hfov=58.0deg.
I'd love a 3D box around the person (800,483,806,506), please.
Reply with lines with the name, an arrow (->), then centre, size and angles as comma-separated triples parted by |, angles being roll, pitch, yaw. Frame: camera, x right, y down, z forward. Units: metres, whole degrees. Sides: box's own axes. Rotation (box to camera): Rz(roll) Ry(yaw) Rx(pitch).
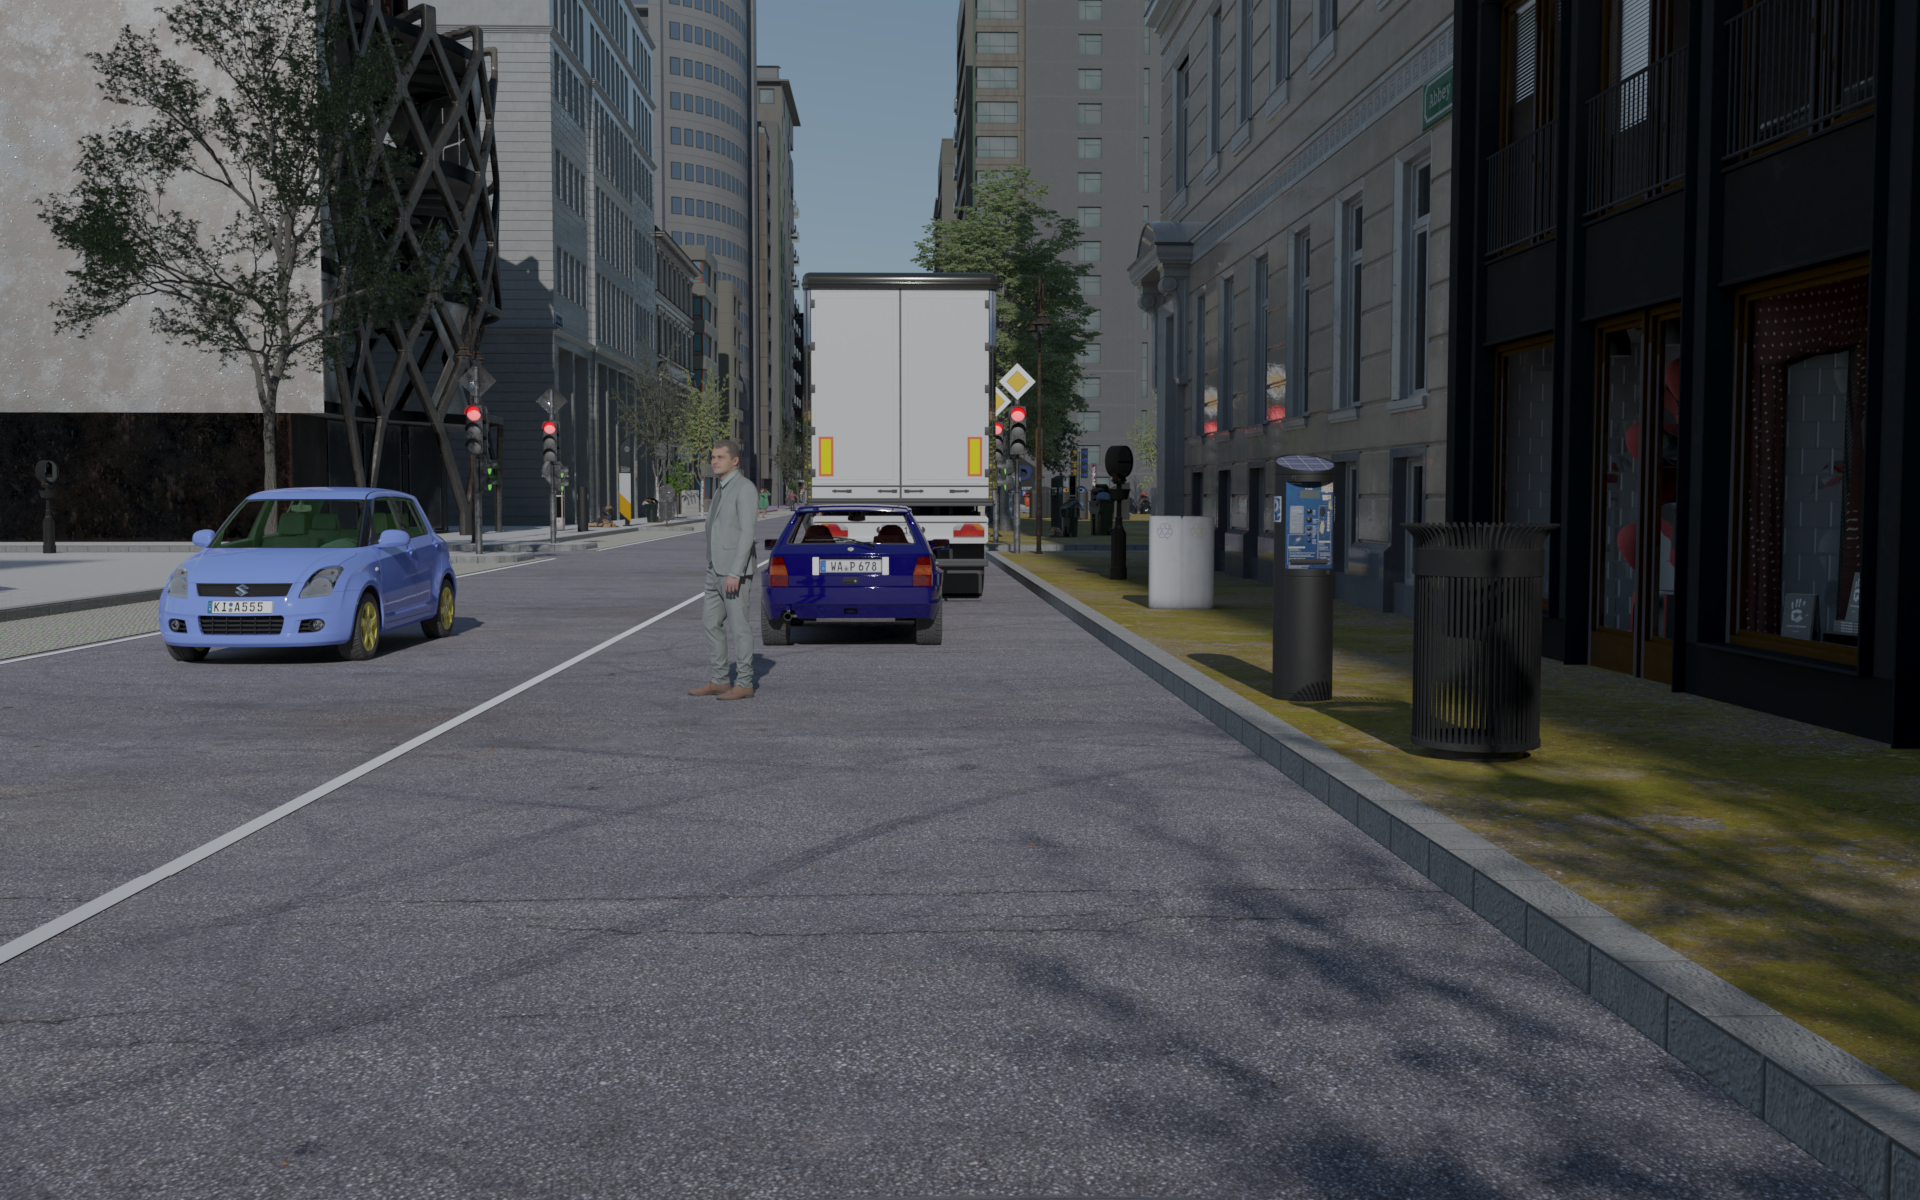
person -> -4.717, -2.732, 53.349 | 0.473, 1.802, 0.592 | 0, 4, -1

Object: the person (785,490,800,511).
person -> -13.763, -8.138, 142.281 | 1.217, 1.743, 0.721 | 0, 4, -4

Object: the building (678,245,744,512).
building -> -32.011, -17.699, 134.423 | 27.650, 21.520, 28.899 | 0, 4, -2

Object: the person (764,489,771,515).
person -> -13.320, -6.722, 118.650 | 0.600, 1.795, 0.529 | 2, 4, 25

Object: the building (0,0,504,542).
building -> -23.333, -11.412, 54.036 | 16.820, 18.784, 16.811 | 0, 4, -2

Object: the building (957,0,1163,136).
building -> 10.712, -32.382, 153.150 | 21.300, 48.544, 21.600 | 0, 4, -2

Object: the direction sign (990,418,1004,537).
direction sign -> 1.089, -3.663, 51.888 | 0.379, 3.537, 0.876 | -2, 4, -26

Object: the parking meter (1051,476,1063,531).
parking meter -> 3.067, -3.004, 54.833 | 0.255, 1.863, 0.399 | 2, 4, 34

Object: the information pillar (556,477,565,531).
information pillar -> -13.965, -3.418, 60.370 | 0.304, 2.012, 0.304 | 0, 4, 2

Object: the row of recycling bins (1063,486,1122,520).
row of recycling bins -> 6.448, -4.868, 86.703 | 3.534, 1.692, 1.069 | 0, 4, 1

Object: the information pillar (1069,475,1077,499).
information pillar -> 4.329, -3.801, 66.636 | 0.304, 2.012, 0.304 | 0, 4, 2

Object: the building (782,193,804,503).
building -> -34.456, -38.444, 248.168 | 23.786, 49.044, 30.456 | 0, 4, -2

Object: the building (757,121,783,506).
building -> -26.448, -30.627, 184.352 | 14.154, 41.232, 14.086 | 0, 4, -2

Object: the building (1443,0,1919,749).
building -> 10.810, -10.865, 7.321 | 12.332, 23.373, 15.834 | 0, 4, -2

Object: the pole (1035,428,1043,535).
pole -> 2.455, -3.667, 53.798 | 0.158, 3.312, 0.155 | 0, 3, 0

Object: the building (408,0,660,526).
building -> -22.160, -18.708, 83.376 | 11.434, 29.767, 29.804 | 0, 4, -2

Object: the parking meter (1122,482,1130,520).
parking meter -> 8.204, -4.904, 85.893 | 0.399, 1.863, 0.255 | 2, 4, 24

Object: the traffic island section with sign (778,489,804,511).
traffic island section with sign -> -14.205, -8.331, 144.846 | 1.989, 1.847, 2.006 | 0, 4, -2

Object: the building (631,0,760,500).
building -> -30.624, -37.954, 162.550 | 21.231, 58.520, 28.212 | 0, 4, -2

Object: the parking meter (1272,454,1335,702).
parking meter -> 2.150, -0.149, 10.839 | 0.372, 1.533, 0.369 | 0, 3, 0

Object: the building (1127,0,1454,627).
building -> 10.525, -14.630, 25.101 | 13.634, 28.700, 20.117 | 0, 4, -2

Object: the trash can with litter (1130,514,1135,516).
trash can with litter -> 9.151, -5.511, 101.158 | 2.233, 1.210, 1.678 | 0, 4, 1

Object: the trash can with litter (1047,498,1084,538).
trash can with litter -> 3.113, -2.440, 51.276 | 1.055, 1.170, 0.624 | -3, 4, -39

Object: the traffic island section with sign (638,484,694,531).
traffic island section with sign -> -11.404, -3.595, 67.400 | 1.989, 1.847, 2.006 | 0, 4, -2

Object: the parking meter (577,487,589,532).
parking meter -> -12.927, -3.116, 59.350 | 0.372, 1.533, 0.369 | 0, 3, 0

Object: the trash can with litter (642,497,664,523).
trash can with litter -> -13.744, -4.055, 77.691 | 0.624, 1.170, 1.055 | 1, 4, 19

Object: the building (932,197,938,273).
building -> 7.156, -36.454, 250.650 | 22.147, 44.769, 28.867 | 0, 4, -2

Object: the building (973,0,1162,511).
building -> 7.934, -27.637, 135.452 | 14.154, 41.232, 14.086 | 0, 4, -2

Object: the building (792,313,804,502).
building -> -30.026, -30.547, 271.150 | 14.160, 30.474, 14.107 | 0, 4, -2

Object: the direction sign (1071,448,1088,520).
direction sign -> 5.892, -5.729, 85.664 | 0.876, 3.537, 0.379 | 1, 4, 19

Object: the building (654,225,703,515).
building -> -22.415, -14.916, 108.501 | 10.561, 19.102, 19.286 | 0, 4, -2

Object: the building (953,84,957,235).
building -> 10.682, -34.222, 179.130 | 23.786, 49.044, 30.456 | 0, 4, -2

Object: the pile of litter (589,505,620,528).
pile of litter -> -13.811, -3.236, 66.870 | 1.176, 0.858, 1.719 | -3, 4, -36

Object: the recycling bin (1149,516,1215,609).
recycling bin -> 2.511, -0.433, 19.626 | 0.722, 1.027, 0.722 | 0, 4, 8

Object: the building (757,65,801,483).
building -> -34.898, -38.438, 217.707 | 28.713, 52.752, 27.495 | 0, 4, -2

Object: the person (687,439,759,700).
person -> -1.610, -0.217, 12.146 | 0.391, 1.810, 0.635 | -2, 4, -35

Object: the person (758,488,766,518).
person -> -11.805, -5.774, 103.151 | 0.529, 1.795, 0.600 | 1, 4, 14

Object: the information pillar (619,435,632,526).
information pillar -> -13.316, -4.742, 68.885 | 0.504, 3.616, 0.183 | -3, 5, -44

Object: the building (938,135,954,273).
building -> 8.036, -36.796, 225.311 | 21.300, 48.544, 21.600 | 0, 4, -2
